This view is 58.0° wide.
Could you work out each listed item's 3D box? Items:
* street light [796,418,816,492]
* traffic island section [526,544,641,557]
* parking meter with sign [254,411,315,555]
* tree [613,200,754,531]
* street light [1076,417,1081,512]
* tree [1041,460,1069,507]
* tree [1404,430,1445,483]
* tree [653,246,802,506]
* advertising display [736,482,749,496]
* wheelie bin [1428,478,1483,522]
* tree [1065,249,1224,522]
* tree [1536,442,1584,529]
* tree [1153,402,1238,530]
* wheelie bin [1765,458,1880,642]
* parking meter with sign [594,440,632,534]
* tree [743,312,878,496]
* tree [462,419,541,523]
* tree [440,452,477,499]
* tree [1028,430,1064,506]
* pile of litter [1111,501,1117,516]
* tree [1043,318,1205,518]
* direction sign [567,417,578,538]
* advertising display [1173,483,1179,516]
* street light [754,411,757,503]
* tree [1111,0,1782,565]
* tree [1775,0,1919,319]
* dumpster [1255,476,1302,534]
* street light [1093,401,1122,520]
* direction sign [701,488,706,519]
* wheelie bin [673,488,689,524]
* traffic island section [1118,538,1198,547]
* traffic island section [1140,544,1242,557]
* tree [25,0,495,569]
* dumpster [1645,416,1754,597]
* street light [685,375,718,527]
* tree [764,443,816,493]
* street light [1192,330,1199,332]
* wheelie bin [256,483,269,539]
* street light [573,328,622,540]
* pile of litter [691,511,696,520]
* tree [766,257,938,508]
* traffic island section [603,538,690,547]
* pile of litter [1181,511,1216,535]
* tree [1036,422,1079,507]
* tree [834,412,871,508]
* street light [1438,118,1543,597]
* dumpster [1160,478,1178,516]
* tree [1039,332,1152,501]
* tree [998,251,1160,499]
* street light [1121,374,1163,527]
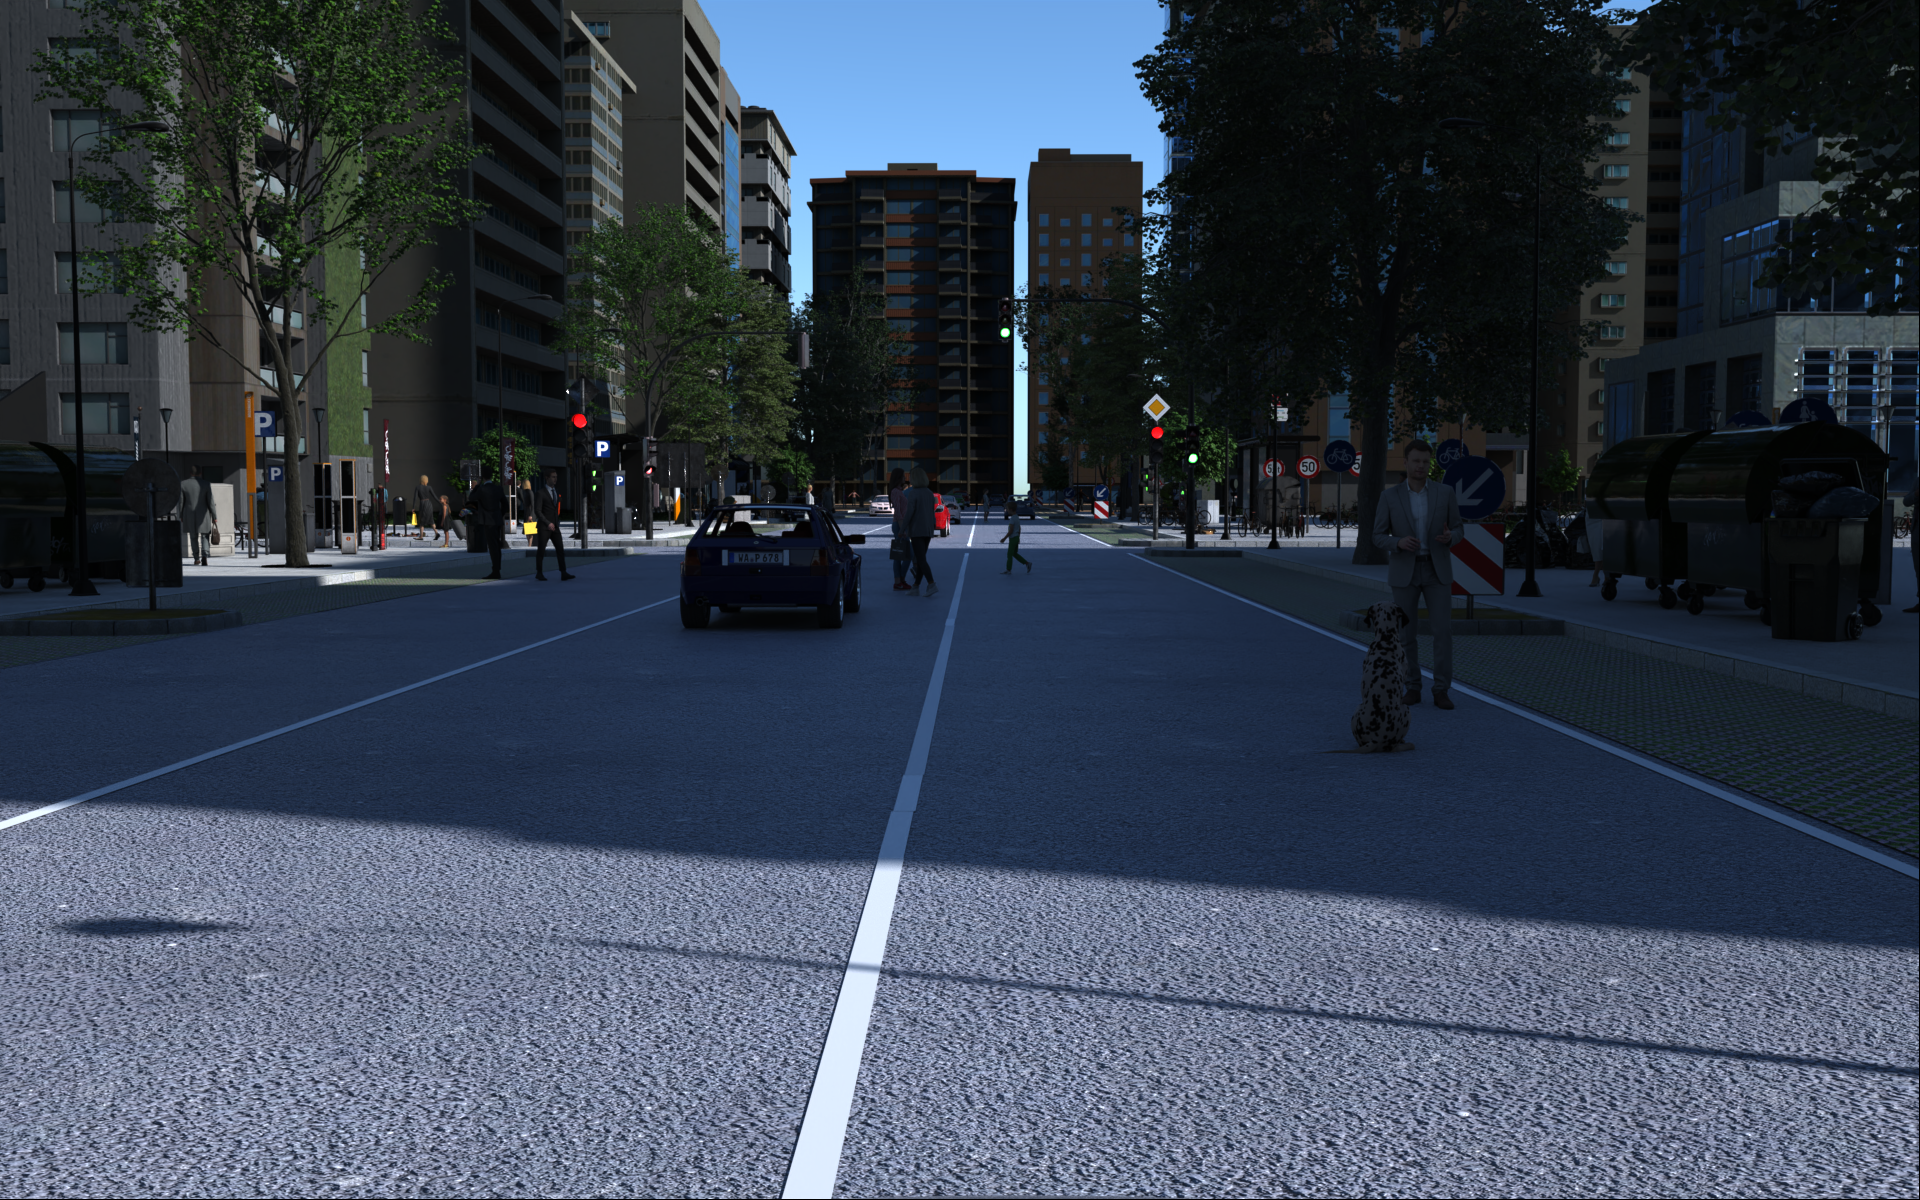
[{"bbox_3d":[-9.478,-8.167,106.072,1.470,5.913,1.316,0,4,1],"label":"street light"},{"bbox_3d":[-8.844,-1.126,40.699,2.009,0.180,2.903,0,4,1],"label":"traffic island section"},{"bbox_3d":[-14.496,-2.504,37.208,0.543,3.016,1.738,0,4,7],"label":"parking meter with sign"},{"bbox_3d":[-11.005,-8.275,61.054,9.928,11.665,9.643,0,3,0],"label":"tree"},{"bbox_3d":[7.679,-8.087,104.763,1.470,5.913,1.316,0,4,1],"label":"street light"},{"bbox_3d":[9.433,-11.277,168.096,4.285,4.588,4.351,0,3,0],"label":"tree"},{"bbox_3d":[13.584,-3.441,50.869,1.663,3.219,1.824,0,3,0],"label":"tree"},{"bbox_3d":[-10.757,-9.896,79.923,7.486,12.596,7.792,0,3,0],"label":"tree"},{"bbox_3d":[-11.405,-5.241,90.901,0.123,1.923,0.974,-3,5,-42],"label":"advertising display"},{"bbox_3d":[8.543,-1.314,29.392,0.980,1.594,0.693,2,4,27],"label":"wheelie bin"},{"bbox_3d":[8.625,-9.951,80.828,7.486,12.596,7.792,0,3,0],"label":"tree"},{"bbox_3d":[22.514,-4.285,64.664,1.663,3.219,1.824,0,3,0],"label":"tree"},{"bbox_3d":[8.291,-4.772,61.730,4.285,4.588,4.351,0,3,0],"label":"tree"},{"bbox_3d":[7.566,-0.450,15.266,0.693,1.594,0.980,-3,5,-42],"label":"wheelie bin"},{"bbox_3d":[-11.150,-3.645,55.861,0.543,3.016,1.738,-3,4,-39],"label":"parking meter with sign"},{"bbox_3d":[-10.486,-13.200,122.467,9.857,13.997,8.962,0,3,0],"label":"tree"},{"bbox_3d":[-20.191,-5.656,76.193,4.285,4.588,4.351,0,3,0],"label":"tree"},{"bbox_3d":[-22.796,-5.208,79.758,1.663,3.219,1.824,0,3,0],"label":"tree"},{"bbox_3d":[9.759,-14.703,190.758,4.737,8.622,4.395,0,3,0],"label":"tree"},{"bbox_3d":[8.768,-5.456,103.170,1.176,0.858,1.719,0,4,-7],"label":"pile of litter"},{"bbox_3d":[8.544,-9.539,90.377,8.767,10.594,7.601,0,3,0],"label":"tree"},{"bbox_3d":[-11.245,-3.580,50.523,0.379,3.537,0.876,-3,4,-38],"label":"direction sign"},{"bbox_3d":[12.556,-5.692,98.286,0.974,1.923,0.123,0,4,7],"label":"advertising display"},{"bbox_3d":[-9.688,-6.973,86.554,1.470,5.913,1.316,0,4,1],"label":"street light"},{"bbox_3d":[7.641,-7.625,31.318,9.857,13.997,8.962,0,3,0],"label":"tree"},{"bbox_3d":[8.189,-6.330,10.150,9.857,13.997,8.962,0,3,0],"label":"tree"},{"bbox_3d":[10.251,-3.052,55.665,1.264,1.857,1.865,0,4,1],"label":"dumpster"},{"bbox_3d":[7.472,-6.941,86.018,1.470,5.913,1.316,0,4,1],"label":"street light"},{"bbox_3d":[-13.251,-5.938,89.075,0.379,3.537,0.876,-2,4,-26],"label":"direction sign"},{"bbox_3d":[-11.961,-4.064,74.354,0.693,1.594,0.980,-1,4,-15],"label":"wheelie bin"},{"bbox_3d":[5.497,-1.604,48.500,2.009,0.180,2.903,0,4,1],"label":"traffic island section"},{"bbox_3d":[5.396,-1.115,40.516,2.009,0.180,2.903,0,4,1],"label":"traffic island section"},{"bbox_3d":[-11.745,-6.377,30.014,9.928,11.665,9.643,0,3,0],"label":"tree"},{"bbox_3d":[9.778,-1.217,22.386,1.502,2.255,1.985,0,4,1],"label":"dumpster"},{"bbox_3d":[-10.015,-5.810,67.531,1.470,5.913,1.316,0,4,1],"label":"street light"},{"bbox_3d":[-10.959,-7.799,111.227,4.285,4.588,4.351,0,3,0],"label":"tree"},{"bbox_3d":[6.938,-4.648,48.529,1.470,5.913,1.316,0,4,1],"label":"street light"},{"bbox_3d":[-19.979,-2.563,49.819,0.693,1.594,0.980,-3,4,-38],"label":"wheelie bin"},{"bbox_3d":[-10.151,-4.649,48.552,1.470,5.913,1.316,0,4,1],"label":"street light"},{"bbox_3d":[-13.895,-4.437,86.505,1.719,0.858,1.176,-2,4,-33],"label":"pile of litter"},{"bbox_3d":[-9.986,-17.348,139.522,12.611,20.169,13.585,0,3,0],"label":"tree"},{"bbox_3d":[-8.743,-1.615,48.683,2.009,0.180,2.903,0,4,1],"label":"traffic island section"},{"bbox_3d":[7.670,-2.556,55.758,1.176,0.858,1.719,1,4,14],"label":"pile of litter"},{"bbox_3d":[9.818,-13.663,173.747,4.360,8.622,3.978,0,3,0],"label":"tree"},{"bbox_3d":[-10.280,-12.561,155.733,4.737,8.622,4.395,0,3,0],"label":"tree"},{"bbox_3d":[6.604,-2.998,21.556,1.470,5.913,1.316,0,4,1],"label":"street light"},{"bbox_3d":[12.485,-6.108,102.355,1.502,2.255,1.985,0,4,1],"label":"dumpster"},{"bbox_3d":[9.183,-11.366,111.585,9.928,11.665,9.643,0,3,0],"label":"tree"},{"bbox_3d":[9.611,-17.111,135.649,12.611,20.169,13.585,0,3,0],"label":"tree"},{"bbox_3d":[7.171,-5.794,67.274,1.470,5.913,1.316,0,4,1],"label":"street light"}]
